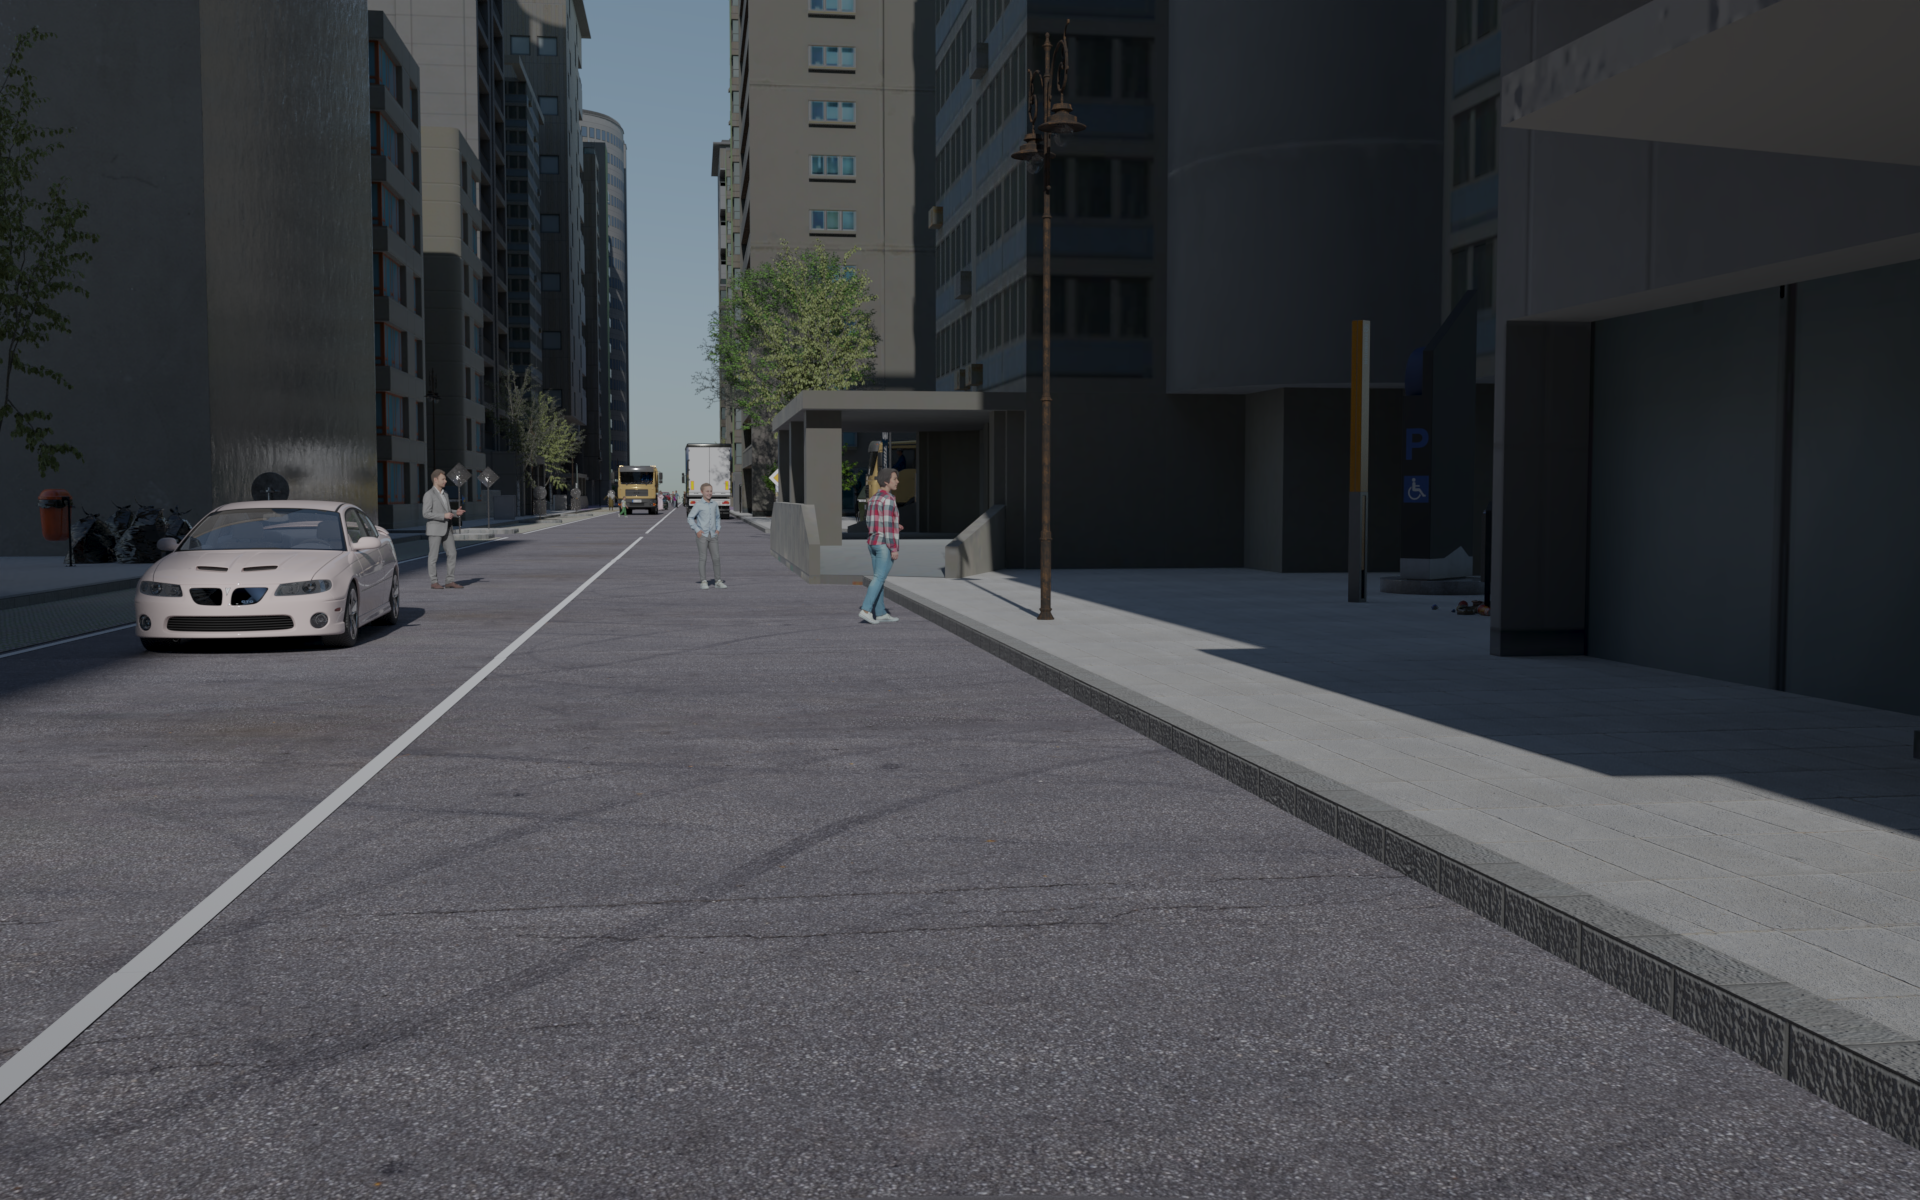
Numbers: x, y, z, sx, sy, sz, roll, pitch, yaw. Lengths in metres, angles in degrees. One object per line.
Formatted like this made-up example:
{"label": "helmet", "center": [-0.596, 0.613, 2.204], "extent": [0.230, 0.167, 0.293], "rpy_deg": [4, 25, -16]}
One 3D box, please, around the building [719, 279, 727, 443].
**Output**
{"label": "building", "center": [-25.242, -28.227, 233.211], "extent": [14.160, 30.474, 14.107], "rpy_deg": [-1, 4, -9]}

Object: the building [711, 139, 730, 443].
{"label": "building", "center": [-21.693, -40.675, 254.275], "extent": [28.713, 52.752, 27.495], "rpy_deg": [-1, 4, -9]}

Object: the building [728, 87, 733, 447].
{"label": "building", "center": [-9.864, -30.846, 158.959], "extent": [22.147, 44.769, 28.867], "rpy_deg": [-1, 4, -9]}

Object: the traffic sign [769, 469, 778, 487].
{"label": "traffic sign", "center": [-6.763, -3.747, 64.901], "extent": [0.795, 2.450, 0.064], "rpy_deg": [-1, 4, -9]}

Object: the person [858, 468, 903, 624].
{"label": "person", "center": [-0.893, -0.610, 19.307], "extent": [0.643, 1.720, 0.563], "rpy_deg": [-2, 4, -24]}

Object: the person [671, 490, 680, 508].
{"label": "person", "center": [-29.621, -10.532, 180.682], "extent": [1.348, 1.826, 0.705], "rpy_deg": [3, 5, 41]}

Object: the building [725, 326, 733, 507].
{"label": "building", "center": [-11.367, -21.013, 188.608], "extent": [27.650, 21.520, 28.899], "rpy_deg": [-1, 4, -9]}

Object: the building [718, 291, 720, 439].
{"label": "building", "center": [-28.058, -40.554, 282.671], "extent": [23.786, 49.044, 30.456], "rpy_deg": [-1, 4, -9]}

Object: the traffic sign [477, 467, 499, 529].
{"label": "traffic sign", "center": [-17.236, -3.649, 63.309], "extent": [0.795, 2.450, 0.064], "rpy_deg": [-1, 4, -9]}

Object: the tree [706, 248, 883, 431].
{"label": "tree", "center": [-6.897, -8.969, 72.394], "extent": [9.928, 11.665, 9.643], "rpy_deg": [0, 3, 0]}

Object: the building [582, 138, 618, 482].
{"label": "building", "center": [-58.568, -37.477, 232.363], "extent": [23.786, 49.044, 30.456], "rpy_deg": [-1, 4, -9]}

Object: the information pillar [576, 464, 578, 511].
{"label": "information pillar", "center": [-29.544, -8.694, 133.503], "extent": [0.183, 3.616, 0.504], "rpy_deg": [-1, 4, -10]}

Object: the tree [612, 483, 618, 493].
{"label": "tree", "center": [-43.071, -13.366, 213.136], "extent": [1.663, 3.219, 1.824], "rpy_deg": [0, 3, 0]}

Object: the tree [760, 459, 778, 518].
{"label": "tree", "center": [-9.990, -6.119, 94.653], "extent": [1.663, 3.219, 1.824], "rpy_deg": [0, 3, 0]}

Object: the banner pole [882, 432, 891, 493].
{"label": "banner pole", "center": [-2.300, -3.963, 54.815], "extent": [0.401, 3.779, 0.863], "rpy_deg": [1, 4, 22]}

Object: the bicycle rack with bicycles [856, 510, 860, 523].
{"label": "bicycle rack with bicycles", "center": [-3.188, -3.591, 72.103], "extent": [2.925, 0.926, 2.852], "rpy_deg": [-3, 5, -44]}

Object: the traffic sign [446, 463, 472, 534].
{"label": "traffic sign", "center": [-16.016, -3.167, 55.417], "extent": [0.795, 2.450, 0.064], "rpy_deg": [-1, 4, -9]}

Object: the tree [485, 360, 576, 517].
{"label": "tree", "center": [-24.364, -8.926, 96.307], "extent": [4.360, 8.622, 3.978], "rpy_deg": [0, 3, 0]}

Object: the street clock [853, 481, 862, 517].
{"label": "street clock", "center": [-5.634, -5.522, 94.858], "extent": [0.471, 2.002, 0.358], "rpy_deg": [-3, 5, -43]}

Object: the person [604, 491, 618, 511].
{"label": "person", "center": [-30.096, -8.572, 149.383], "extent": [1.217, 1.736, 0.721], "rpy_deg": [0, 4, -6]}

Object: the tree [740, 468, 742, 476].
{"label": "tree", "center": [-14.041, -8.515, 122.927], "extent": [4.285, 4.588, 4.351], "rpy_deg": [0, 3, 0]}

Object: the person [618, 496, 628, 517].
{"label": "person", "center": [-20.715, -5.734, 106.491], "extent": [0.590, 1.304, 0.306], "rpy_deg": [0, 4, 1]}

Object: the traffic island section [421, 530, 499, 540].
{"label": "traffic island section", "center": [-16.038, -2.030, 55.476], "extent": [2.009, 0.180, 2.903], "rpy_deg": [-1, 4, -9]}

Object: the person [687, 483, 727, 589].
{"label": "person", "center": [-3.824, -0.971, 26.189], "extent": [0.589, 1.601, 0.330], "rpy_deg": [-2, 4, -31]}

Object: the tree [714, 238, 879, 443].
{"label": "tree", "center": [-4.088, -6.035, 49.040], "extent": [4.737, 8.622, 4.395], "rpy_deg": [0, 3, 0]}

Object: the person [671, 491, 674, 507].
{"label": "person", "center": [-32.168, -11.371, 194.950], "extent": [0.750, 1.759, 0.617], "rpy_deg": [2, 4, 32]}

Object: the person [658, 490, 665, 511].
{"label": "person", "center": [-25.800, -8.565, 149.209], "extent": [0.621, 1.740, 0.551], "rpy_deg": [1, 4, 22]}

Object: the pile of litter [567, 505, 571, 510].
{"label": "pile of litter", "center": [-31.468, -7.533, 137.127], "extent": [1.719, 0.858, 1.176], "rpy_deg": [-1, 4, -16]}

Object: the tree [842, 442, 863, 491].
{"label": "tree", "center": [-4.036, -3.646, 54.217], "extent": [1.663, 3.219, 1.824], "rpy_deg": [0, 3, 0]}

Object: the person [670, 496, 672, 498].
{"label": "person", "center": [-46.389, -16.415, 280.137], "extent": [1.065, 1.426, 0.557], "rpy_deg": [-1, 4, -12]}

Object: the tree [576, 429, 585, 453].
{"label": "tree", "center": [-30.096, -10.867, 128.040], "extent": [4.360, 8.622, 3.978], "rpy_deg": [0, 3, 0]}

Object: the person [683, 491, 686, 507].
{"label": "person", "center": [-30.401, -11.181, 191.830], "extent": [0.721, 1.766, 1.217], "rpy_deg": [0, 4, 2]}

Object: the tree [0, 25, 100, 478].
{"label": "tree", "center": [-14.447, -4.573, 25.130], "extent": [4.737, 8.622, 4.395], "rpy_deg": [0, 3, 0]}

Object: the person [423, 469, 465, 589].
{"label": "person", "center": [-7.774, -1.065, 26.119], "extent": [0.583, 1.804, 0.606], "rpy_deg": [1, 4, 14]}

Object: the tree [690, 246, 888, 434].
{"label": "tree", "center": [-8.475, -10.744, 86.040], "extent": [12.009, 13.543, 11.850], "rpy_deg": [0, 3, 0]}

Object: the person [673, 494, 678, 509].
{"label": "person", "center": [-28.126, -9.745, 171.052], "extent": [0.599, 1.433, 0.991], "rpy_deg": [-3, 4, -36]}

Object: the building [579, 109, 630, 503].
{"label": "building", "center": [-61.319, -44.027, 261.839], "extent": [21.231, 58.520, 28.212], "rpy_deg": [-1, 4, -9]}

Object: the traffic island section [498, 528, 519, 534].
{"label": "traffic island section", "center": [-17.258, -2.513, 63.367], "extent": [2.009, 0.180, 2.903], "rpy_deg": [-1, 4, -9]}

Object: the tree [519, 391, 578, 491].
{"label": "tree", "center": [-29.381, -10.516, 122.294], "extent": [4.737, 8.622, 4.395], "rpy_deg": [0, 3, 0]}
